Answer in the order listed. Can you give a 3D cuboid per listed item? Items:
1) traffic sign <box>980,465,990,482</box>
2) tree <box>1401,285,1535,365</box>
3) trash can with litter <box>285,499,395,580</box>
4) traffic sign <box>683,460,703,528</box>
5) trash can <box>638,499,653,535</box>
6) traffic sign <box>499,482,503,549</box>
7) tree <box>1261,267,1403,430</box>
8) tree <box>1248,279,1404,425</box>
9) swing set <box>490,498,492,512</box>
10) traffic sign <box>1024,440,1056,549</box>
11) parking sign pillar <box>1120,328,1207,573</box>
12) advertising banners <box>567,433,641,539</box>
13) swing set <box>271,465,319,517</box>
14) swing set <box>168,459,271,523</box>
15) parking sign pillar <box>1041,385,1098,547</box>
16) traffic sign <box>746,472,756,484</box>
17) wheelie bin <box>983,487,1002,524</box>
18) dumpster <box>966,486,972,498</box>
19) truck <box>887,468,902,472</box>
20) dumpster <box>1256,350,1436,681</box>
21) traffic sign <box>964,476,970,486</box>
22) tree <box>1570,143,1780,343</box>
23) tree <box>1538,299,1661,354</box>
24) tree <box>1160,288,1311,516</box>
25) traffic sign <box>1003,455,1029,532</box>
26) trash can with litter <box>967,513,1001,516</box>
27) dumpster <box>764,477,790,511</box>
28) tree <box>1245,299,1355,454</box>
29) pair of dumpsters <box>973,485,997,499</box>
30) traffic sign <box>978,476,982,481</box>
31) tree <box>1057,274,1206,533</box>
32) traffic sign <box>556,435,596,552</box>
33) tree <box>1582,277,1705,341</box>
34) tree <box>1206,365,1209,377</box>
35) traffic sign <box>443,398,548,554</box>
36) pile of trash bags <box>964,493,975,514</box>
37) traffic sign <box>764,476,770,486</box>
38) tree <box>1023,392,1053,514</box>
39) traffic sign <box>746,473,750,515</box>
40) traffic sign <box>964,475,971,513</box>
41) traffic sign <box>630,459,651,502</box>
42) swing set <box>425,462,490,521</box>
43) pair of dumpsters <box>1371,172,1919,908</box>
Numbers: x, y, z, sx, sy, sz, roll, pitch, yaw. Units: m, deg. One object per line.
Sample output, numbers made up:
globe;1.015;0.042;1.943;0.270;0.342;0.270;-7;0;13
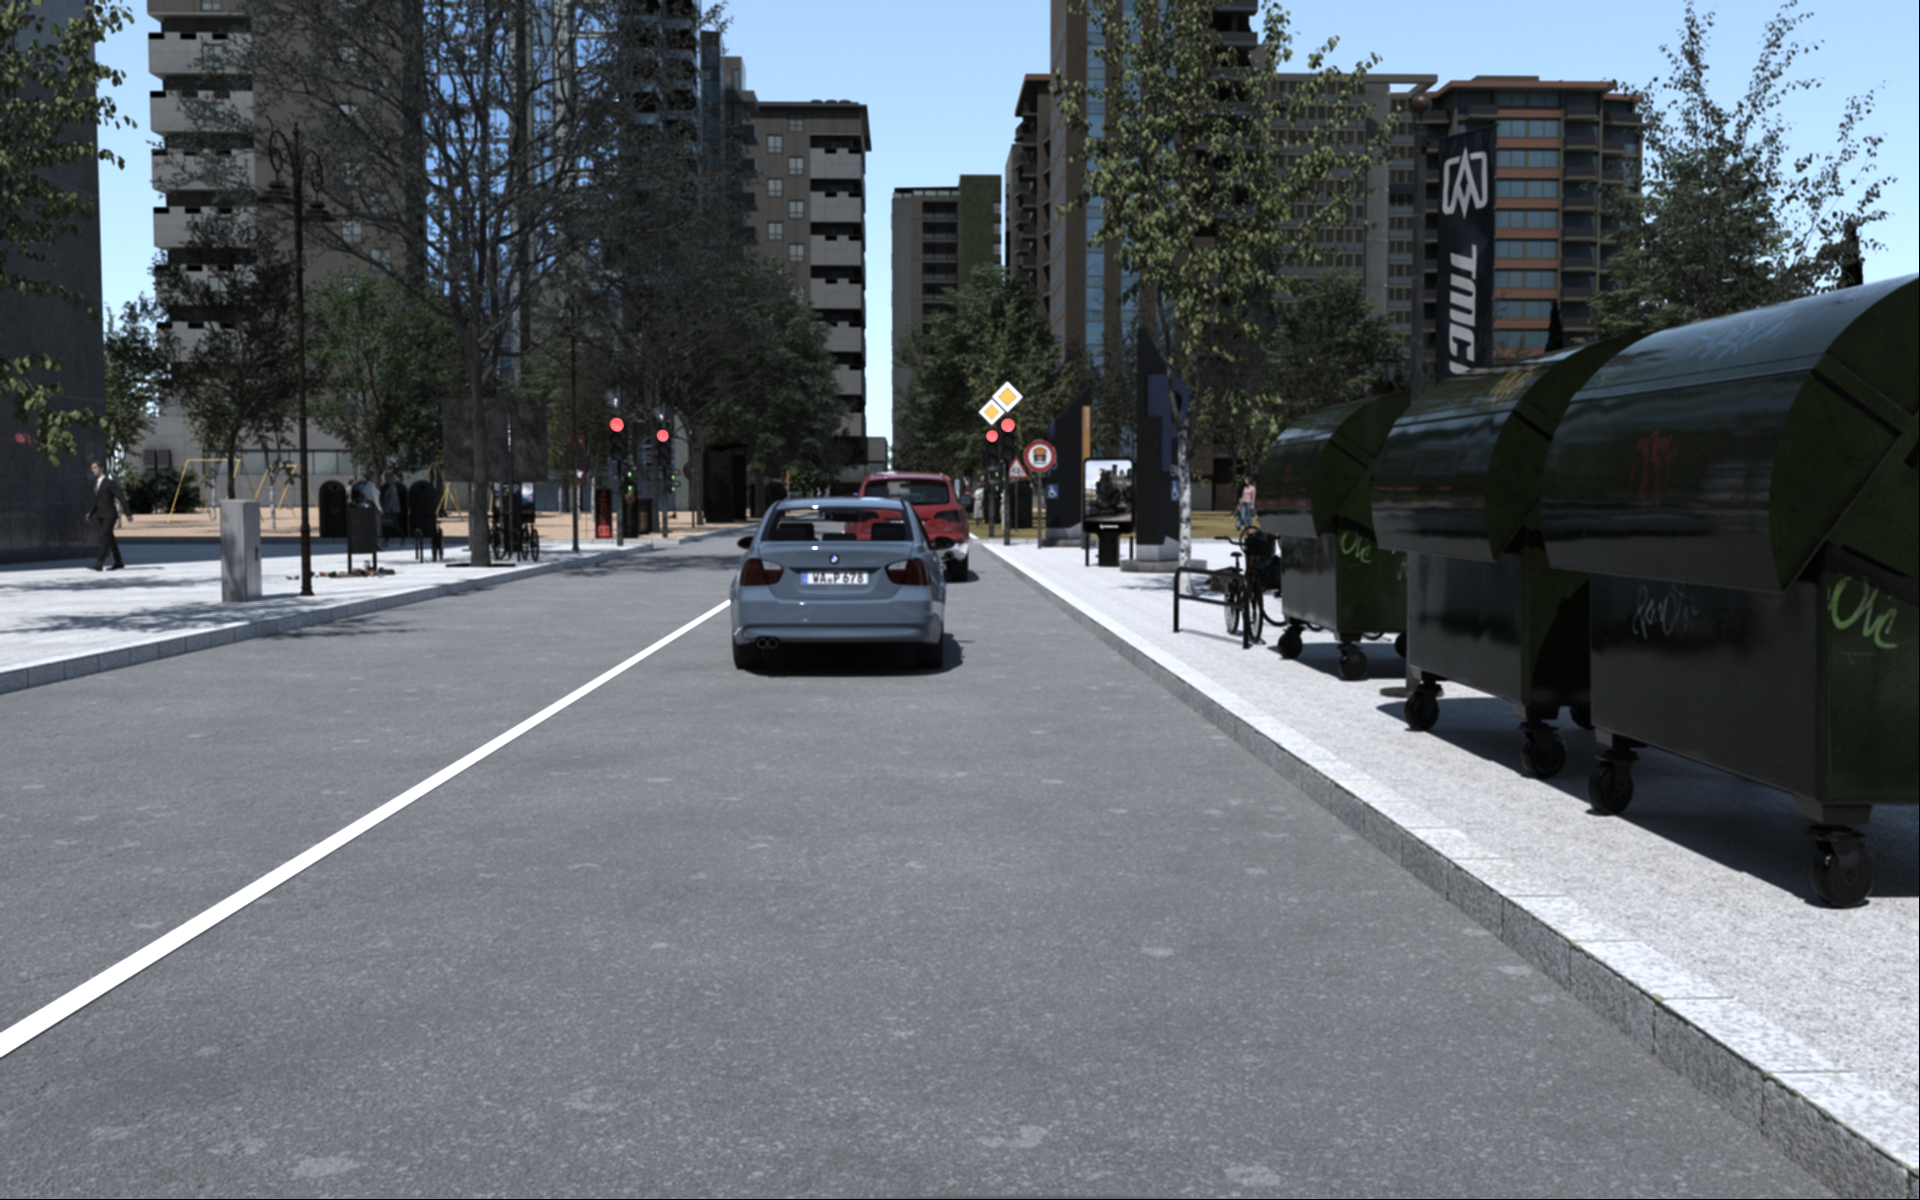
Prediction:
traffic sign;1.285;-4.743;77.556;0.884;2.594;0.081;0;4;-1
tree;16.544;-6.601;58.289;4.360;8.622;3.978;0;3;0
trash can with litter;-9.701;-0.974;26.982;1.678;1.210;2.233;2;4;29
traffic sign;-10.102;-4.001;65.530;0.768;2.556;0.104;0;4;0
trash can;-10.058;-2.640;54.810;0.748;1.137;0.748;0;3;0
traffic sign;-10.689;-2.458;40.302;0.768;2.556;0.104;0;4;3
tree;18.673;-10.346;87.278;7.486;12.596;7.792;0;3;0
tree;16.192;-8.566;74.467;7.601;10.594;8.767;-3;5;-40
swing set;-29.761;-6.661;106.525;3.119;2.851;2.862;0;4;3
traffic sign;1.872;-2.481;40.672;0.768;2.556;0.104;0;4;1
parking sign pillar;3.384;-2.460;28.696;1.447;3.967;1.447;2;4;31
advertising banners;-10.256;-3.287;49.937;2.074;3.025;0.090;-1;4;-12
swing set;-37.090;-5.951;94.916;3.119;2.851;2.862;3;5;39
swing set;-33.648;-4.947;78.498;3.119;2.851;2.862;1;4;17
parking sign pillar;2.661;-3.299;42.409;1.447;3.967;1.447;3;5;41
traffic sign;-12.157;-6.208;101.612;0.768;2.556;0.104;0;4;6
wheelie bin;1.396;-4.092;74.818;0.693;1.594;0.980;-2;4;-28
dumpster;0.222;-7.271;124.643;1.264;1.857;1.865;0;4;-2
truck;-6.759;-12.523;193.671;2.839;4.237;11.283;0;4;-1
dumpster;3.086;-0.619;12.610;1.502;2.255;1.985;0;4;-2
traffic sign;0.212;-6.798;111.152;0.884;2.594;0.081;0;4;-2
tree;23.942;-8.452;56.318;7.486;12.596;7.792;0;3;0
tree;47.045;-13.207;117.760;18.604;14.587;13.155;-3;5;-42
tree;16.036;-11.677;101.294;12.009;13.543;11.850;0;3;0
traffic sign;1.894;-3.564;58.268;0.884;2.594;0.081;0;4;4
trash can with litter;1.185;-5.559;101.945;2.233;1.210;1.678;1;4;15
dumpster;-10.642;-5.954;99.847;1.502;2.255;1.985;0;4;-2
tree;13.129;-7.064;65.855;4.360;8.622;3.978;0;3;0
pair of dumpsters;1.668;-6.310;105.660;1.574;2.255;4.437;0;4;-2
traffic sign;1.436;-6.066;99.282;0.768;2.556;0.104;0;4;6
tree;5.501;-6.534;57.186;4.360;8.622;3.978;0;3;0
traffic sign;-8.426;-2.325;38.016;0.884;2.594;0.081;0;4;2
tree;26.447;-8.063;66.243;7.601;10.594;8.767;0;4;5
tree;6.974;-6.835;62.115;4.360;8.622;3.978;0;3;0
traffic sign;-9.843;-2.619;36.690;2.265;3.308;0.079;0;4;5
pile of trash bags;0.413;-6.460;115.374;1.912;1.369;3.447;0;4;-1
traffic sign;-13.740;-7.458;122.040;0.768;2.556;0.104;0;3;0
tree;5.839;-9.459;105.016;4.360;8.622;3.978;0;3;0
traffic sign;-13.043;-6.529;106.757;0.884;2.594;0.081;0;4;3
traffic sign;0.344;-7.247;118.593;0.768;2.556;0.104;0;4;2
traffic sign;-11.925;-3.940;64.423;0.884;2.594;0.081;0;4;-1
swing set;-25.230;-5.350;85.088;2.862;2.851;3.119;1;4;8
pair of dumpsters;3.091;-0.295;7.324;1.574;2.255;4.437;0;4;-2
